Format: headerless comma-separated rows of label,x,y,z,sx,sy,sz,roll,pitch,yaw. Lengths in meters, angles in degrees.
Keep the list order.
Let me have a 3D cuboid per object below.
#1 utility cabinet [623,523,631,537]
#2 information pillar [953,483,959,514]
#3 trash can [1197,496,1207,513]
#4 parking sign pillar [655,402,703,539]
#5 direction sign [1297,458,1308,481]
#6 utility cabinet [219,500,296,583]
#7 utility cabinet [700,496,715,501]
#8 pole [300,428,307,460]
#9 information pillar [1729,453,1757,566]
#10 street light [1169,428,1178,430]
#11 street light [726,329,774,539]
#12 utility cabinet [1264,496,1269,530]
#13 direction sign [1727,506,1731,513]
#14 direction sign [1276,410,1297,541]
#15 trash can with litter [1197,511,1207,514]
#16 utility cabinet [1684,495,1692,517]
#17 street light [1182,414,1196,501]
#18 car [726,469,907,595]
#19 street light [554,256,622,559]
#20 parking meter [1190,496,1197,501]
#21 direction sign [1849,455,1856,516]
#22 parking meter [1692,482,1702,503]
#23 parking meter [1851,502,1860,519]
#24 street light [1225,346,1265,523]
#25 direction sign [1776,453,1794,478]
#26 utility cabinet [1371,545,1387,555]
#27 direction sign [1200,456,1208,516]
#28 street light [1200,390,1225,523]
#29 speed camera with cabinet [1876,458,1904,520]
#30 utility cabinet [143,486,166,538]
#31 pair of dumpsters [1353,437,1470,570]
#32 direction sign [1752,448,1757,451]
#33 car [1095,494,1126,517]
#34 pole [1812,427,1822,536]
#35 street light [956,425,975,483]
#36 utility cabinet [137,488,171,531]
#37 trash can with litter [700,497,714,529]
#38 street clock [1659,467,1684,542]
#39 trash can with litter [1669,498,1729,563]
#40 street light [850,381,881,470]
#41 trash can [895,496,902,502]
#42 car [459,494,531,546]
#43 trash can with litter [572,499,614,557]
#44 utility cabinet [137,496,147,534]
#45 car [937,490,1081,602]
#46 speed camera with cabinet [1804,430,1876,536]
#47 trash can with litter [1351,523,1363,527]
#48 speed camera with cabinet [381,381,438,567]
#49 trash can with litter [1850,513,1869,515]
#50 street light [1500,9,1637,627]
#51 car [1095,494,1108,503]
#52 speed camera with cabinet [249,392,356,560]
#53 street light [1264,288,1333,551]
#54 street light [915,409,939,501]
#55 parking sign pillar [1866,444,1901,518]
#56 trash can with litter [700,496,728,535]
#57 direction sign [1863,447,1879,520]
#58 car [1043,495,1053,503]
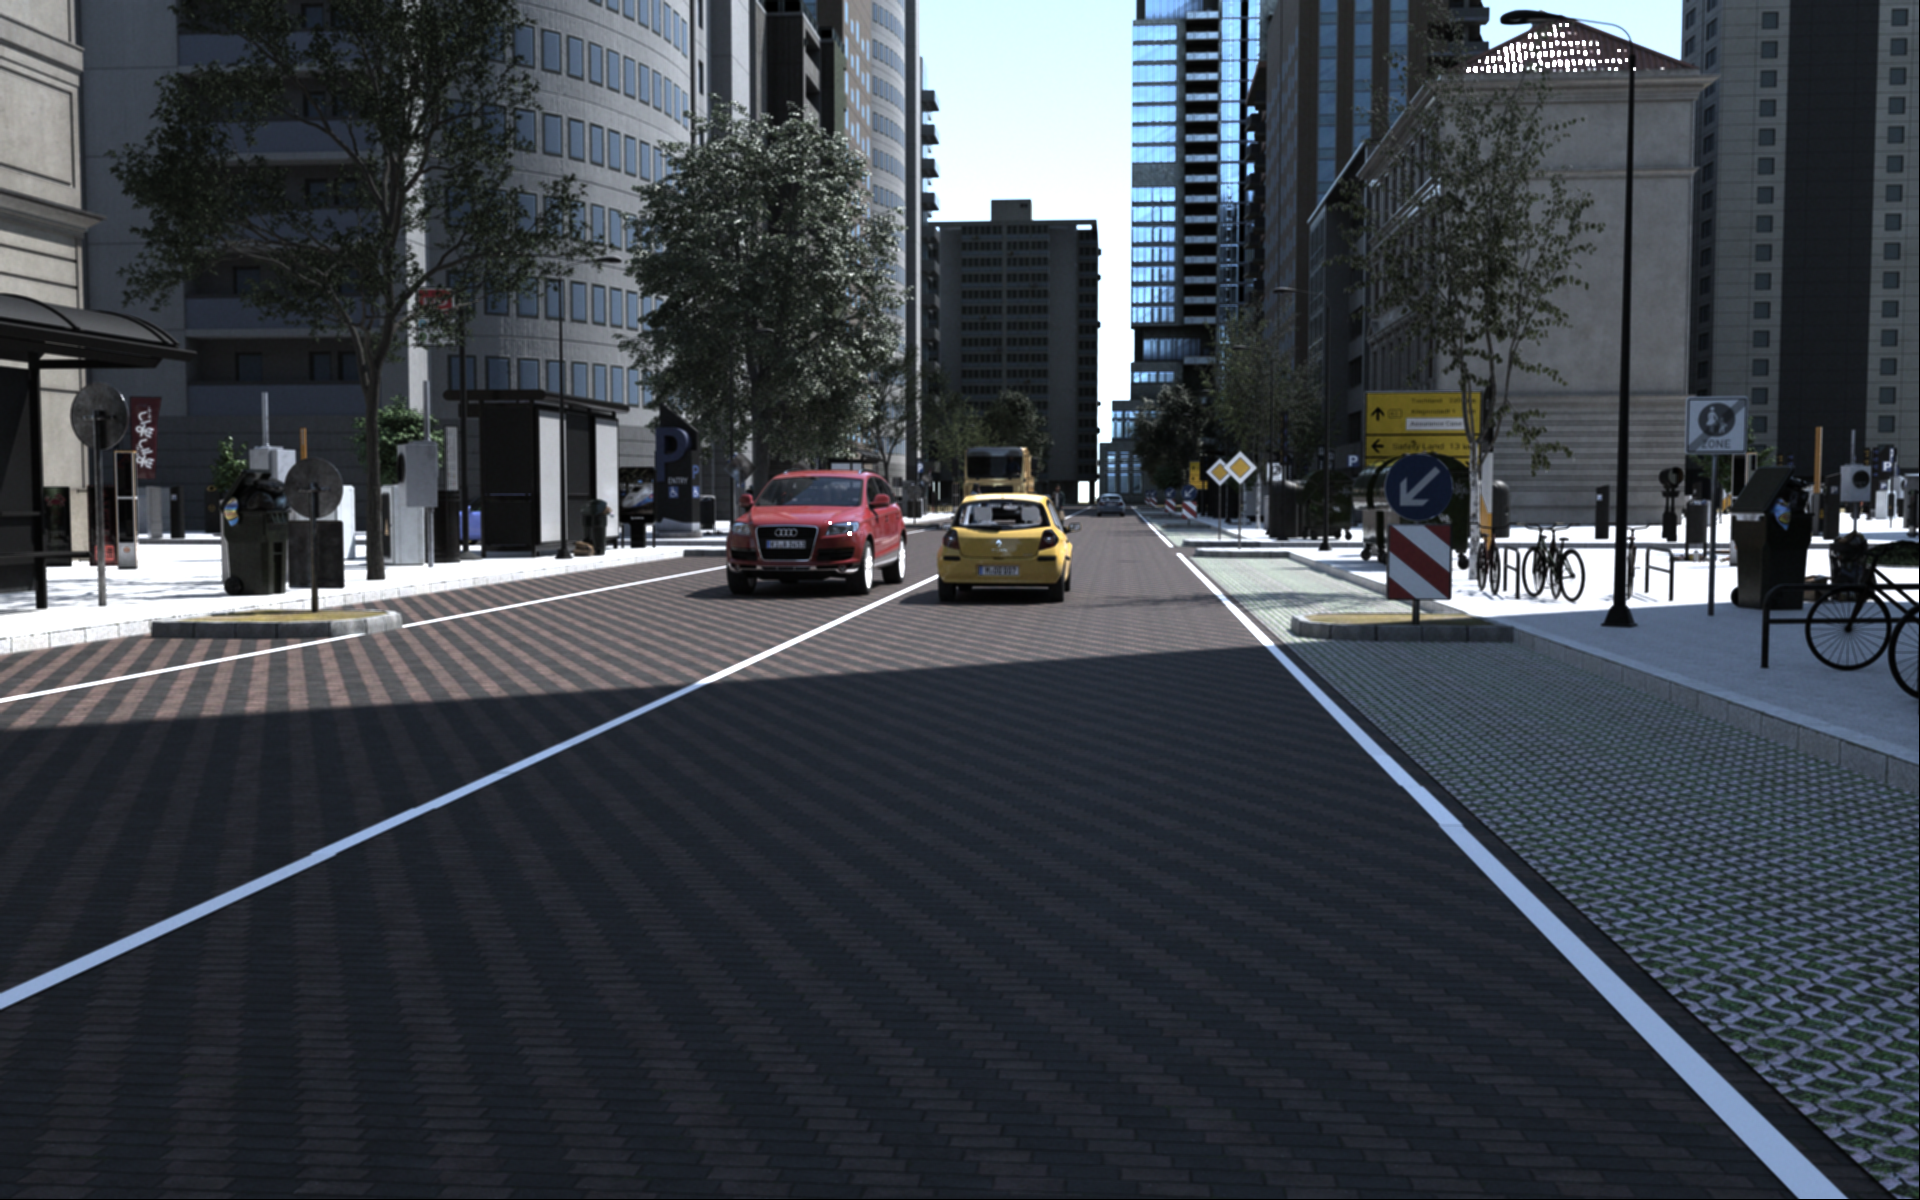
utility cabinet,-9.875,-2.509,52.191,0.306,1.237,1.020,0,4,3
information pillar,-0.269,-6.648,113.186,0.304,2.012,0.304,3,4,38
trash can,16.561,-6.532,118.453,0.748,1.137,0.748,0,3,0
parking sign pillar,-8.223,-3.785,50.364,1.447,3.967,1.447,2,4,26
direction sign,21.745,-7.227,110.154,0.876,3.537,0.379,3,5,43
utility cabinet,-10.235,-0.863,25.279,0.306,1.237,1.020,3,5,41
utility cabinet,-10.516,-3.715,71.897,0.306,1.237,1.020,1,4,20
pole,-20.228,-3.644,53.418,0.158,3.312,0.155,0,3,0
information pillar,13.959,-1.613,30.873,0.304,2.012,0.304,-2,4,-33
street light,15.486,-9.173,122.523,1.470,5.913,1.316,0,4,5
street light,-5.923,-4.670,48.895,1.470,5.913,1.316,0,4,5
utility cabinet,11.415,-3.113,62.058,1.020,1.237,0.306,2,4,31
direction sign,51.497,-7.575,115.844,0.379,3.537,0.876,0,4,-7
direction sign,8.843,-3.387,47.369,0.379,3.537,0.876,0,4,-2
trash can with litter,16.122,-6.244,113.152,2.233,1.210,1.678,3,5,44
utility cabinet,40.629,-5.217,96.455,0.306,1.237,1.020,3,5,40
street light,13.542,-7.806,100.174,1.470,5.913,1.316,0,4,5
car,-2.090,-1.085,26.415,2.281,1.827,5.304,0,4,7
street light,-7.301,-3.761,34.031,1.470,5.913,1.316,0,4,5
parking meter,13.956,-5.820,103.572,0.372,1.533,0.369,0,3,0
direction sign,51.376,-6.583,99.628,0.379,3.537,0.876,3,4,37
parking meter,35.243,-4.719,82.868,0.255,1.863,0.399,-1,4,-17
parking meter,46.119,-5.103,89.138,0.255,1.863,0.399,0,4,-3
street light,9.221,-5.004,54.361,1.470,5.913,1.316,0,4,5
direction sign,45.954,-6.394,96.540,0.876,3.537,0.379,3,4,39
utility cabinet,8.861,-1.692,36.338,0.318,1.500,1.173,1,4,23
direction sign,14.392,-6.746,102.296,0.379,3.537,0.876,3,4,38
street light,11.455,-6.410,77.347,1.470,5.913,1.316,0,4,5
speed camera with cabinet,47.172,-5.710,87.690,2.038,3.252,0.660,-2,4,-35
utility cabinet,-23.310,-2.535,50.132,0.318,1.500,1.173,-2,4,-30
pair of dumpsters,8.220,-1.771,31.450,1.574,2.255,4.437,0,4,5
direction sign,39.081,-5.750,86.016,0.379,3.537,0.876,-3,4,-38
car,9.644,-6.040,110.755,2.014,1.417,4.499,0,4,4
pole,25.973,-3.586,52.470,0.158,3.312,0.155,0,3,0
street light,0.284,-8.826,116.839,1.470,5.913,1.316,0,4,5
utility cabinet,-27.571,-3.079,59.021,1.173,1.500,0.318,-3,5,-45
trash can with litter,-9.355,-3.172,63.253,0.624,1.170,1.055,-2,4,-27
street clock,19.138,-2.565,46.504,0.471,2.002,0.358,-1,4,-11
trash can with litter,14.547,-1.364,33.361,2.233,1.210,1.678,-2,4,-27
street light,-3.938,-6.037,71.240,1.470,5.913,1.316,0,4,5
trash can,-3.815,-5.789,106.297,0.748,1.137,0.748,0,3,0
car,-12.558,-2.288,47.003,3.694,1.707,1.945,0,4,5
trash can with litter,-7.622,-1.499,35.898,0.624,1.170,1.055,0,4,8
utility cabinet,-26.459,-2.748,56.087,0.306,1.237,1.020,1,4,19
car,0.692,-0.873,24.495,2.015,1.641,3.980,0,4,5
speed camera with cabinet,26.765,-3.589,53.009,2.038,3.252,0.660,0,4,-6
trash can with litter,15.272,-3.522,68.636,1.678,1.210,2.233,-1,4,-16
speed camera with cabinet,-9.834,-2.233,30.854,0.660,3.252,2.038,-2,4,-30
trash can with litter,55.525,-5.784,105.629,1.678,1.210,2.233,-2,4,-32
street light,5.882,-2.704,16.745,1.470,5.913,1.316,0,4,5
car,14.347,-9.699,170.374,2.131,1.459,4.920,0,4,4
speed camera with cabinet,-12.798,-2.407,33.698,2.038,3.252,0.660,1,4,19
street light,7.740,-4.072,39.112,1.470,5.913,1.316,0,4,5
street light,-1.820,-7.403,93.573,1.470,5.913,1.316,0,4,5
parking sign pillar,50.333,-6.486,94.511,1.447,3.967,1.447,0,4,-7
trash can with litter,-7.572,-2.631,54.079,2.233,1.210,1.678,1,4,11
direction sign,44.384,-5.654,84.445,0.379,3.537,0.876,-1,4,-20
car,6.709,-7.870,141.035,2.083,1.381,4.827,0,4,5
